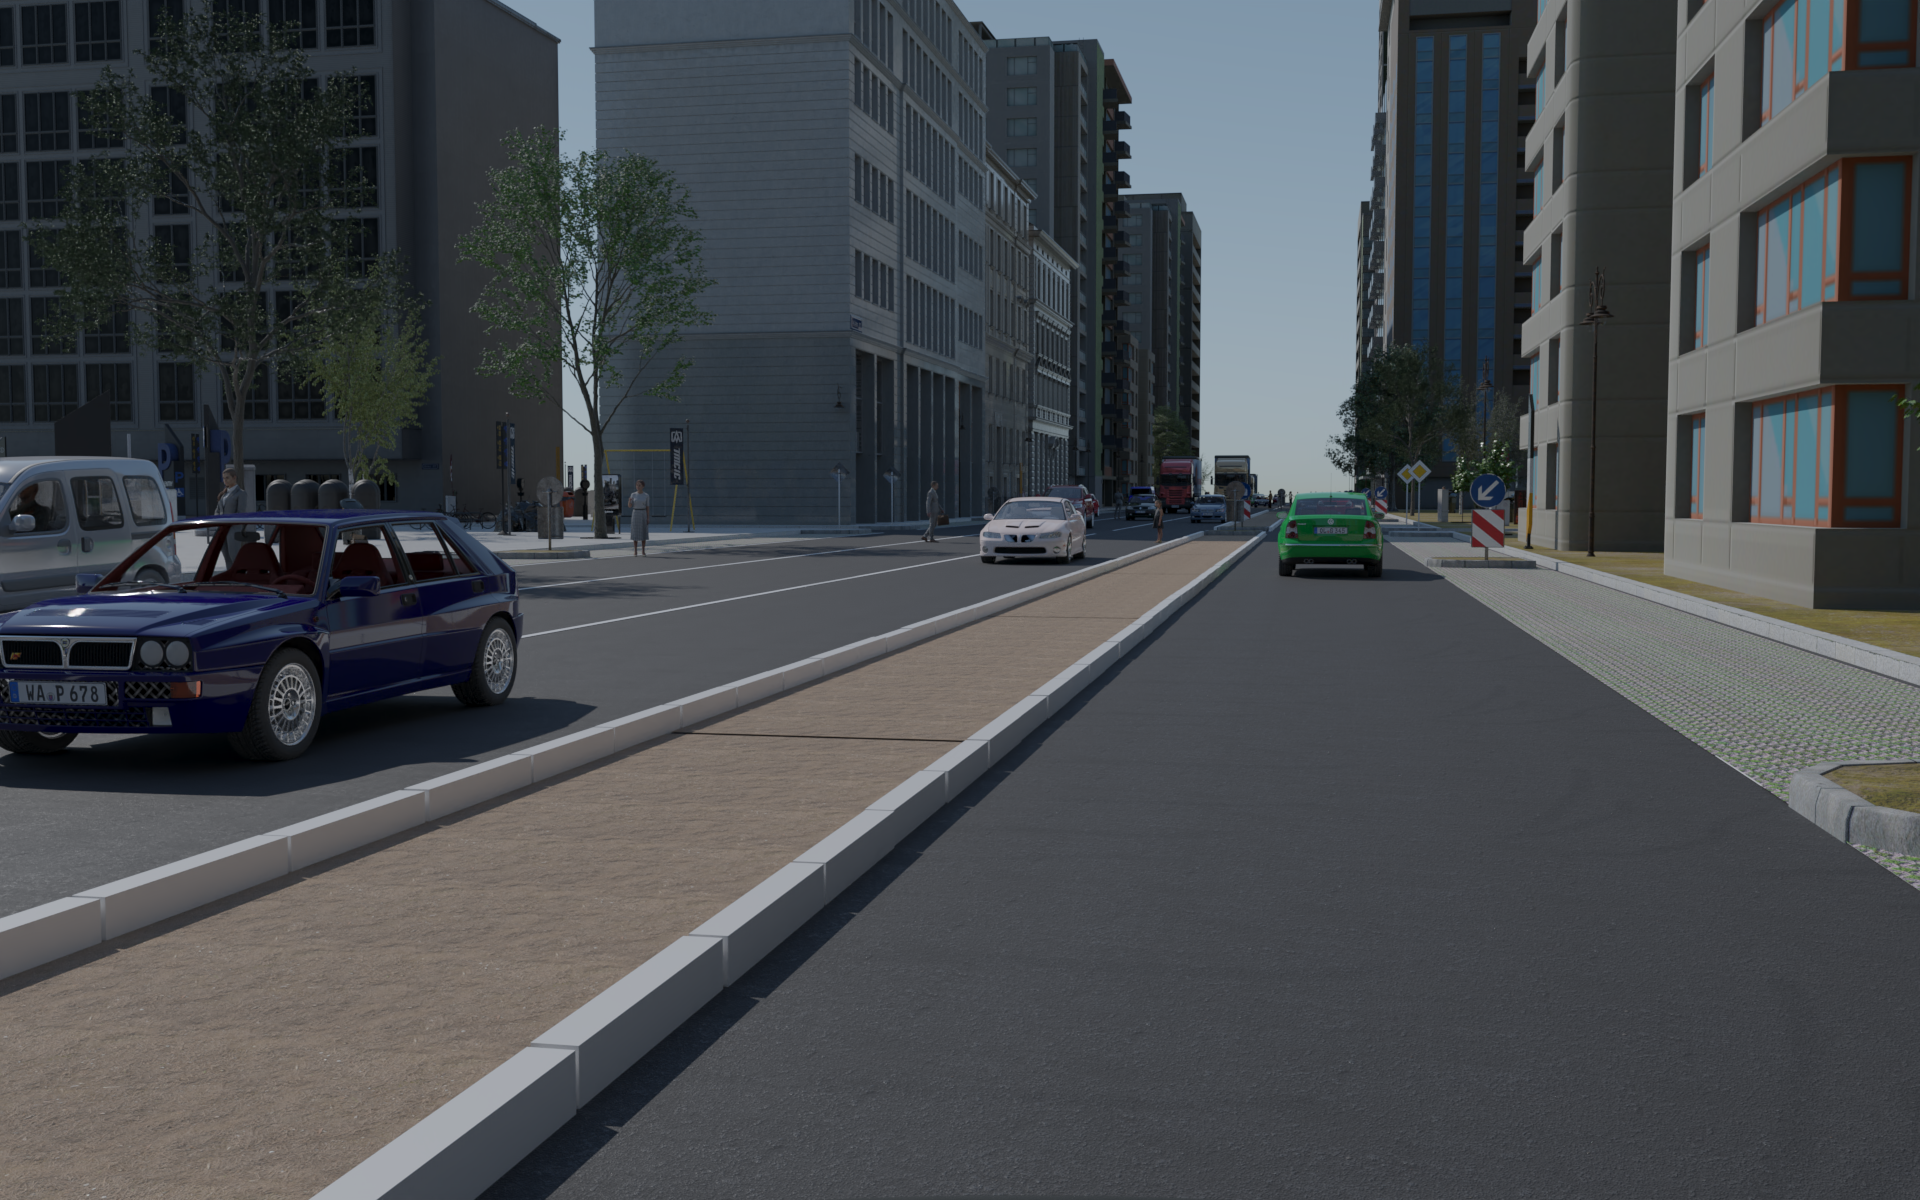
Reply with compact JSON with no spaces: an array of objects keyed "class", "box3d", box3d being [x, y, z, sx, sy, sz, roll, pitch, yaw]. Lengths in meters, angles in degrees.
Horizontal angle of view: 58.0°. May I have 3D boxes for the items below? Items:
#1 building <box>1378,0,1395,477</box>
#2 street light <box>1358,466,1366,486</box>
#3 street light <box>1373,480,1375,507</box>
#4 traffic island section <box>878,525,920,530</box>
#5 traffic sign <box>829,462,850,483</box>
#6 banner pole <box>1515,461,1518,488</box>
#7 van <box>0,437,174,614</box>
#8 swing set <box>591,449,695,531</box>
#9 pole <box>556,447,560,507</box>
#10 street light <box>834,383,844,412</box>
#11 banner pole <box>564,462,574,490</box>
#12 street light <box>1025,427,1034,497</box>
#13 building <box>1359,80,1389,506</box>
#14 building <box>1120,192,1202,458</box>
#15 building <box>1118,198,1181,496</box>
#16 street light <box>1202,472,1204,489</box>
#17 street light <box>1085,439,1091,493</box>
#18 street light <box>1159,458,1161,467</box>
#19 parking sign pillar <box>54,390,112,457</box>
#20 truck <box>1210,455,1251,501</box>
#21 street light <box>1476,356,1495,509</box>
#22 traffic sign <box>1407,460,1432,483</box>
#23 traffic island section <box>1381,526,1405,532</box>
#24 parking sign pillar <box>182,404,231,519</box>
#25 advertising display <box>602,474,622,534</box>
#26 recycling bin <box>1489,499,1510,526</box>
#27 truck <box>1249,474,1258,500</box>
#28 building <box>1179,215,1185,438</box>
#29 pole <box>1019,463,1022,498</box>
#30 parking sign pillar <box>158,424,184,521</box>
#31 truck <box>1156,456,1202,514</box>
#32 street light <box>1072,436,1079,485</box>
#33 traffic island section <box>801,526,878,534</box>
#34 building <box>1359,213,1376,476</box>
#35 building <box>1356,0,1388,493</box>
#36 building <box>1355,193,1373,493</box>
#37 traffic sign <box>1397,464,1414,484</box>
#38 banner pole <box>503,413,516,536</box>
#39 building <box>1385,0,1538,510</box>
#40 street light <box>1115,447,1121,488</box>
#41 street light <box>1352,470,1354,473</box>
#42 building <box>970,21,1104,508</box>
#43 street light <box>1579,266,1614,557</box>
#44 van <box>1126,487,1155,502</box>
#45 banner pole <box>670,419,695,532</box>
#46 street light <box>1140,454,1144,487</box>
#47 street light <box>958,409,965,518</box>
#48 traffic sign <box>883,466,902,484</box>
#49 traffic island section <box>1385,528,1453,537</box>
[{"class":"building","box3d":[55.132,-35.315,166.635,28.713,52.752,27.495,1,4,12]},{"class":"street light","box3d":[49.616,-14.735,213.700,0.468,5.910,1.993,1,4,12]},{"class":"street light","box3d":[40.216,-11.946,168.106,0.468,5.910,1.993,1,4,12]},{"class":"traffic island section","box3d":[-2.804,-2.962,70.715,2.009,0.180,2.903,1,4,12]},{"class":"traffic sign","box3d":[-4.388,-3.708,62.821,0.795,2.593,0.064,1,4,12]},{"class":"banner pole","box3d":[41.798,-8.574,130.197,0.401,3.779,0.863,2,4,33]},{"class":"van","box3d":[-10.057,-0.674,18.026,2.013,2.044,4.112,1,4,13]},{"class":"swing set","box3d":[-11.019,-3.873,60.950,3.119,2.851,2.862,0,4,8]},{"class":"pole","box3d":[-17.331,-4.947,74.723,0.158,3.312,0.155,0,3,0]},{"class":"street light","box3d":[-4.769,-6.021,71.233,0.468,5.910,1.993,1,4,12]},{"class":"banner pole","box3d":[-30.207,-8.785,133.650,0.863,3.779,0.401,-1,4,-12]},{"class":"street light","box3d":[4.623,-8.780,116.344,0.468,5.910,1.993,1,4,12]},{"class":"building","box3d":[57.924,-35.269,196.264,23.786,49.044,30.456,1,4,12]},{"class":"building","box3d":[27.714,-40.250,281.784,21.300,48.544,21.600,1,4,12]},{"class":"building","box3d":[22.172,-33.687,234.382,14.154,41.232,14.086,1,4,12]},{"class":"street light","box3d":[41.552,-19.786,296.290,0.468,5.910,1.993,1,4,12]},{"class":"street light","box3d":[10.824,-10.606,146.191,0.468,5.910,1.993,1,4,12]},{"class":"street light","box3d":[24.715,-14.758,214.078,0.468,5.910,1.993,1,4,12]},{"class":"parking sign pillar","box3d":[-22.585,-3.437,44.659,1.447,3.967,1.447,-2,4,-24]},{"class":"truck","box3d":[19.942,-8.438,126.880,2.839,4.237,11.283,1,4,10]},{"class":"street light","box3d":[17.536,-5.206,57.907,0.468,5.910,1.993,1,4,12]},{"class":"traffic sign","box3d":[15.585,-3.457,58.708,0.795,2.593,0.064,1,4,12]},{"class":"traffic island section","box3d":[17.219,-2.711,66.608,2.009,0.180,2.903,1,4,12]},{"class":"parking sign pillar","box3d":[-22.573,-3.930,52.729,1.447,3.967,1.447,0,4,-7]},{"class":"advertising display","box3d":[-11.277,-3.087,55.689,0.974,1.923,0.123,2,4,32]},{"class":"recycling bin","box3d":[21.732,-3.501,69.796,0.722,1.027,0.722,1,4,10]},{"class":"truck","box3d":[39.656,-15.331,239.576,2.839,4.237,11.283,1,4,12]},{"class":"building","box3d":[21.567,-36.817,256.585,22.147,44.769,28.867,1,4,12]},{"class":"pole","box3d":[3.978,-7.303,113.239,0.158,3.312,0.155,0,3,0]},{"class":"parking sign pillar","box3d":[-30.047,-4.743,66.014,1.447,3.967,1.447,3,5,42]},{"class":"truck","box3d":[16.659,-8.675,130.752,2.839,4.237,11.283,1,4,12]},{"class":"street light","box3d":[9.272,-10.172,139.100,0.468,5.910,1.993,1,4,12]},{"class":"traffic island section","box3d":[-4.413,-2.484,62.893,2.009,0.180,2.903,1,4,12]},{"class":"building","box3d":[65.357,-34.757,251.878,14.154,41.232,14.086,1,4,12]},{"class":"building","box3d":[64.380,-48.583,232.586,20.563,71.187,20.611,1,4,12]},{"class":"building","box3d":[72.498,-39.429,268.372,21.300,48.544,21.600,1,4,12]},{"class":"traffic sign","box3d":[17.194,-3.935,66.530,0.795,2.593,0.064,1,4,12]},{"class":"banner pole","box3d":[-13.886,-3.889,53.595,0.401,3.779,0.863,0,4,4]},{"class":"building","box3d":[43.925,-30.447,147.915,14.600,45.320,14.200,1,4,12]},{"class":"street light","box3d":[15.436,-11.992,168.853,0.468,5.910,1.993,1,4,12]},{"class":"street light","box3d":[57.025,-16.976,250.336,0.468,5.910,1.993,1,4,12]},{"class":"building","box3d":[4.791,-28.680,152.510,14.154,41.232,14.086,1,4,12]},{"class":"street light","box3d":[12.936,-3.825,35.332,0.468,5.910,1.993,1,4,12]},{"class":"van","box3d":[14.773,-8.337,140.691,2.240,2.365,5.245,1,4,10]},{"class":"banner pole","box3d":[-9.286,-4.145,57.792,0.863,3.779,0.401,-2,4,-28]},{"class":"street light","box3d":[20.094,-13.372,191.416,0.468,5.910,1.993,1,4,12]},{"class":"street light","box3d":[-0.023,-7.400,93.778,0.468,5.910,1.993,1,4,12]},{"class":"traffic sign","box3d":[-2.780,-4.187,70.643,0.795,2.593,0.064,1,4,12]},{"class":"traffic island section","box3d":[15.610,-2.233,58.786,2.009,0.180,2.903,1,4,12]}]
